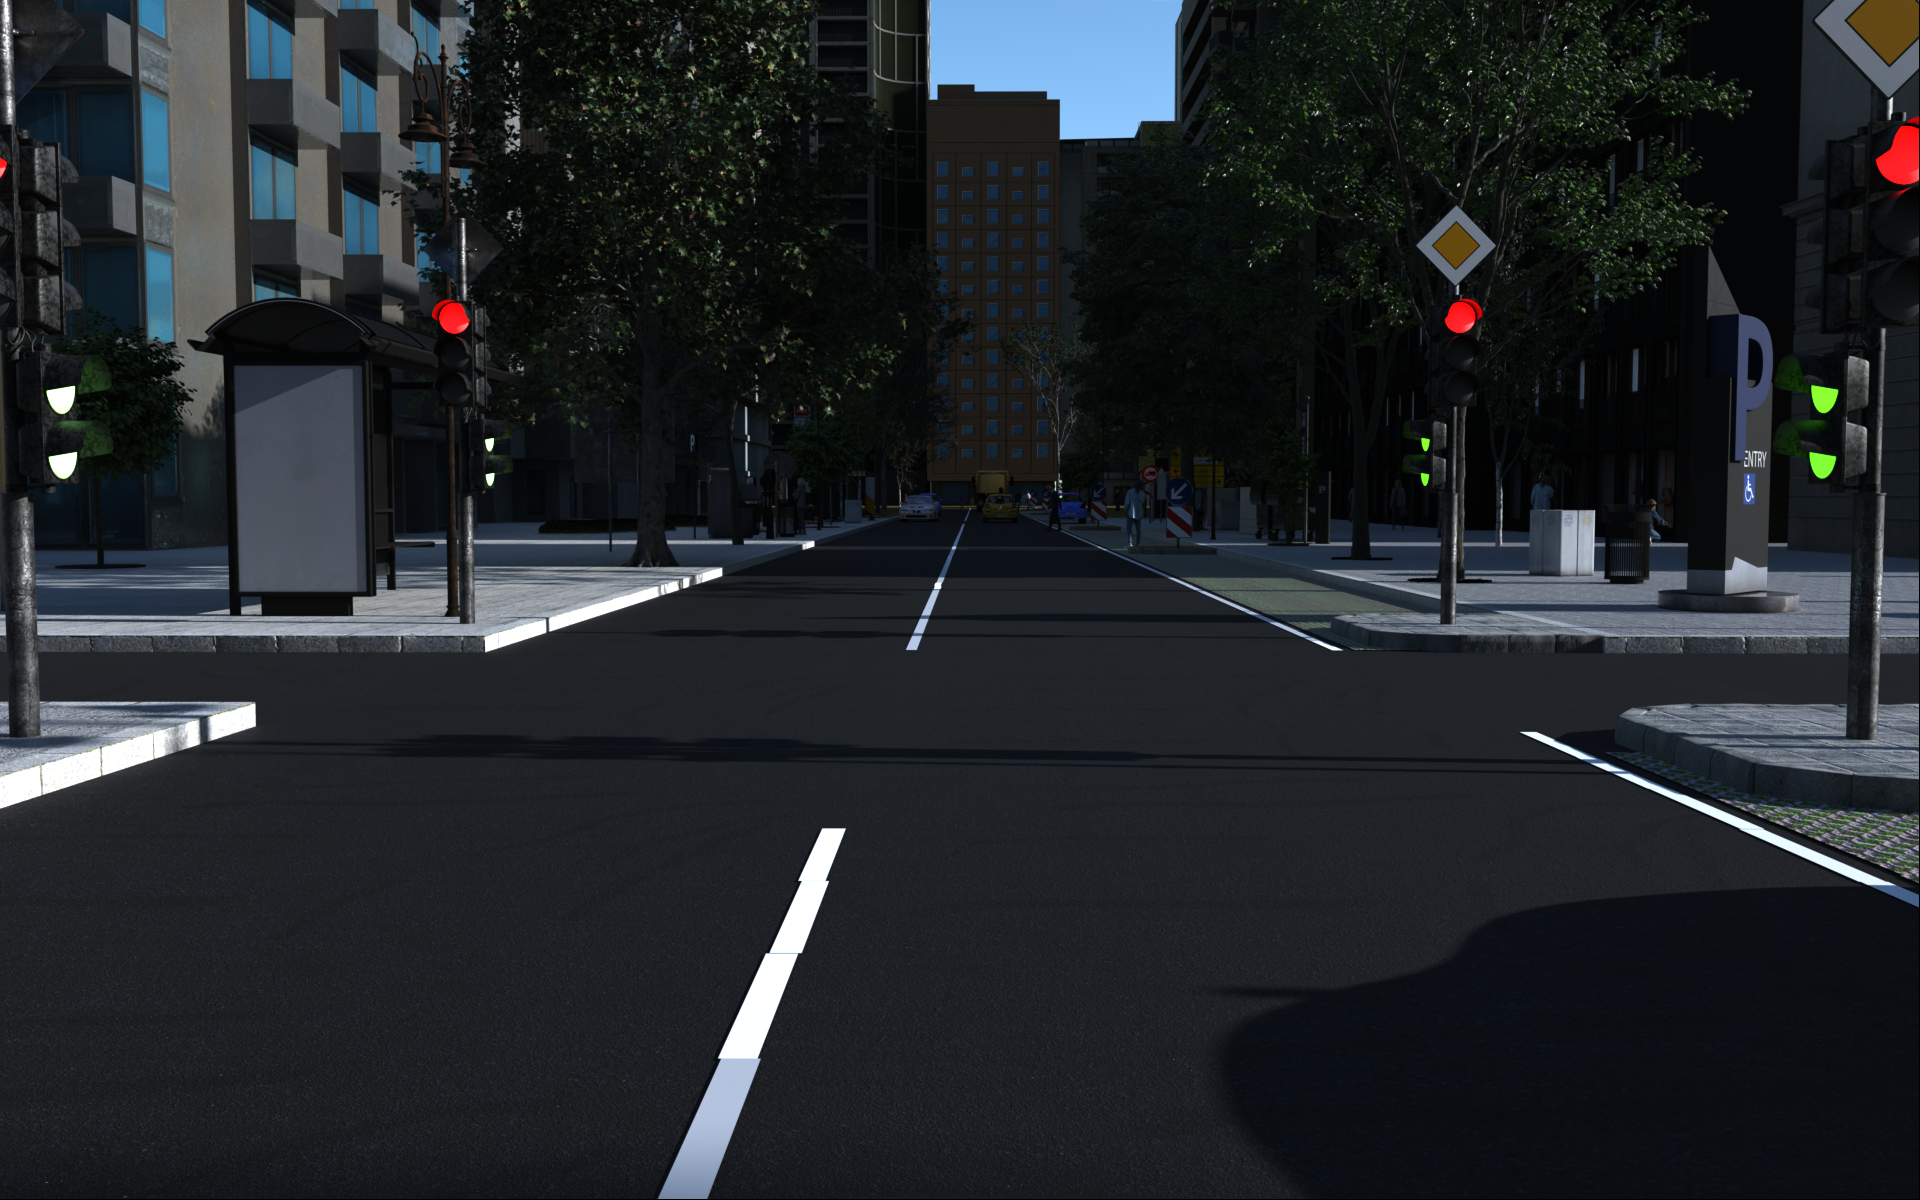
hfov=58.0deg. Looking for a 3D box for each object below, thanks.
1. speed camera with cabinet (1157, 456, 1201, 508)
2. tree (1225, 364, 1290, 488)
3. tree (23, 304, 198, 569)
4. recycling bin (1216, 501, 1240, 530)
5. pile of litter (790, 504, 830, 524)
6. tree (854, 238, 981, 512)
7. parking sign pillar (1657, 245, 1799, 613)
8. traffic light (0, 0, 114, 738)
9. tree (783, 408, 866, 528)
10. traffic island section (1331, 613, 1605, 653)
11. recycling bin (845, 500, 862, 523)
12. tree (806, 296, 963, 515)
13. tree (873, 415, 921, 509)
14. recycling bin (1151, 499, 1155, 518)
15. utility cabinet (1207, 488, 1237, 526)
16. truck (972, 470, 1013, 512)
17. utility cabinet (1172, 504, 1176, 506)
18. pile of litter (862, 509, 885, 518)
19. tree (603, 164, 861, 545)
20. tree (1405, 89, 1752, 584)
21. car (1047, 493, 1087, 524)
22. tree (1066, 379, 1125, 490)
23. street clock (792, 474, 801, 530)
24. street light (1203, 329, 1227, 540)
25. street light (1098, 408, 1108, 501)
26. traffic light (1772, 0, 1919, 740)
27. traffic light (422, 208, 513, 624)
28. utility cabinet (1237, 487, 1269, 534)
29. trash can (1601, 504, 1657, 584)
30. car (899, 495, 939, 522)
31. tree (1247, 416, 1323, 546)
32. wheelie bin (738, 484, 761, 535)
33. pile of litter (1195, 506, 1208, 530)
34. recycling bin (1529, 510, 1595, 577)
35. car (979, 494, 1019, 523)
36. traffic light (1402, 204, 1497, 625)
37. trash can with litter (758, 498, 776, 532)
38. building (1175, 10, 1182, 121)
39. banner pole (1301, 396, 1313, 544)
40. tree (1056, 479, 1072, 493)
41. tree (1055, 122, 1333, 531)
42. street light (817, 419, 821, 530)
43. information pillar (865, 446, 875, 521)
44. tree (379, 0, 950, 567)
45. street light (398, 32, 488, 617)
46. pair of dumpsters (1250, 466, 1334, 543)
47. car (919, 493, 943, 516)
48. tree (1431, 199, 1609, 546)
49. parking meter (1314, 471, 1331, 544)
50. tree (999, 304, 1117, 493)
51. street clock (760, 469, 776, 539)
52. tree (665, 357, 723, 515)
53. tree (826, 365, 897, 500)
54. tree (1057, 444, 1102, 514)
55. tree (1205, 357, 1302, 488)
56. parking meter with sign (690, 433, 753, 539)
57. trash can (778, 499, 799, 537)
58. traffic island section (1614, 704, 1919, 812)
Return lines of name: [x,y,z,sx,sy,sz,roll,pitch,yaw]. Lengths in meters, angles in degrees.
speed camera with cabinet: [9.180,-4.778,72.457,2.038,3.252,0.660,-3,4,-36]
tree: [15.285,-8.555,90.230,4.360,8.622,3.978,0,3,0]
tree: [-15.015,-2.847,30.266,4.285,4.588,4.351,0,3,0]
recycling bin: [9.542,-3.009,61.750,0.722,1.027,0.722,0,4,-4]
pile of litter: [-6.343,-3.654,73.706,1.719,0.858,1.176,0,4,3]
tree: [-4.494,-16.522,126.028,12.611,20.169,13.585,0,3,0]
parking sign pillar: [8.579,-1.882,19.248,1.447,3.967,1.447,3,5,44]
traffic light: [-4.941,-1.232,9.063,0.839,4.253,0.868,0,4,1]
tree: [-5.279,-5.050,66.286,4.285,4.588,4.351,0,3,0]
traffic island section: [4.835,0.318,17.087,2.009,0.180,2.903,0,4,1]
recycling bin: [-4.673,-3.885,76.073,0.722,1.027,0.722,0,4,-1]
tree: [-4.865,-11.834,103.857,12.009,13.543,11.850,0,3,0]
tree: [-4.862,-11.478,138.021,4.360,8.622,3.978,0,3,0]
recycling bin: [10.589,-4.851,91.865,0.722,1.027,0.722,-3,5,-39]
utility cabinet: [10.253,-3.611,67.712,1.173,1.500,0.318,2,4,33]
truck: [2.638,-8.843,140.507,3.469,3.379,9.791,0,4,1]
utility cabinet: [10.067,-4.360,79.968,0.318,1.500,1.173,-1,4,-8]
pile of litter: [-4.791,-4.790,92.281,1.719,0.858,1.176,0,4,3]
tree: [-5.935,-6.682,43.659,7.601,10.594,8.767,1,4,19]
tree: [7.079,-6.055,24.747,9.928,11.665,9.643,0,3,0]
car: [5.195,-4.545,83.909,1.945,1.707,3.694,0,4,0]
tree: [8.335,-9.370,103.567,4.737,8.622,4.395,0,3,0]
street clock: [-5.779,-3.465,61.217,0.358,2.002,0.471,1,4,11]
street light: [7.121,-4.632,48.523,0.468,5.910,1.993,0,4,1]
street light: [7.576,-7.276,91.746,0.468,5.910,1.993,0,4,1]
traffic light: [4.720,-1.227,8.988,0.839,4.253,0.868,0,4,1]
traffic light: [-4.865,-1.720,17.048,0.839,4.253,0.868,0,4,1]
utility cabinet: [9.322,-2.811,54.645,0.318,1.500,1.173,-2,4,-29]
trash can: [9.573,-0.806,24.838,0.748,1.137,0.748,0,3,0]
car: [-2.125,-4.769,90.329,2.083,1.381,4.827,0,4,2]
tree: [8.229,-2.951,42.846,1.663,3.219,1.824,0,3,0]
wheelie bin: [-6.714,-2.826,54.112,0.980,1.594,0.693,-3,5,-40]
pile of litter: [8.277,-2.930,61.865,1.176,0.858,1.719,1,4,10]
recycling bin: [9.501,-0.905,27.347,0.722,1.027,0.722,-1,4,-21]
car: [1.997,-4.700,87.072,2.015,1.641,3.980,0,4,0]
traffic light: [4.796,-1.716,16.973,0.839,4.253,0.868,0,4,1]
trash can with litter: [-6.813,-2.910,58.629,1.678,1.210,2.233,-1,4,-16]
building: [39.227,-39.989,195.811,28.212,58.520,21.231,0,4,1]
banner pole: [8.842,-3.330,44.464,0.401,3.779,0.863,0,4,-1]
tree: [9.192,-9.596,151.501,1.663,3.219,1.824,0,3,0]
tree: [7.887,-9.349,59.512,9.857,13.997,8.962,0,3,0]
street light: [-5.017,-5.423,61.454,0.468,5.910,1.993,0,4,1]
information pillar: [-4.353,-5.665,83.983,0.504,3.616,0.183,-2,4,-34]
tree: [-5.411,-6.944,30.541,9.611,12.733,9.660,0,3,0]
street light: [-5.312,-2.764,17.974,0.468,5.910,1.993,0,4,1]
pair of dumpsters: [9.022,-2.733,47.182,1.574,2.255,4.437,0,4,0]
car: [-2.084,-6.346,113.355,1.945,1.707,3.694,0,4,0]
tree: [13.216,-5.603,41.972,4.360,8.622,3.978,0,3,0]
parking meter: [9.341,-2.383,44.666,0.399,1.863,0.255,1,4,20]
tree: [10.777,-18.992,166.409,12.611,20.169,13.585,0,3,0]
street clock: [-5.425,-2.743,49.425,0.358,2.002,0.471,1,4,12]
tree: [-13.607,-8.456,88.619,4.360,8.622,3.978,0,3,0]
tree: [-5.291,-8.585,90.725,4.737,8.622,4.395,0,3,0]
tree: [7.785,-7.833,111.783,4.285,4.588,4.351,0,3,0]
tree: [13.344,-7.772,77.438,4.737,8.622,4.395,0,3,0]
parking meter with sign: [-6.886,-3.294,50.125,1.738,3.016,0.543,-2,4,-25]
trash can: [-5.173,-2.456,51.817,0.748,1.137,0.748,0,3,0]
traffic island section: [4.760,0.806,9.102,2.009,0.180,2.903,0,4,1]
